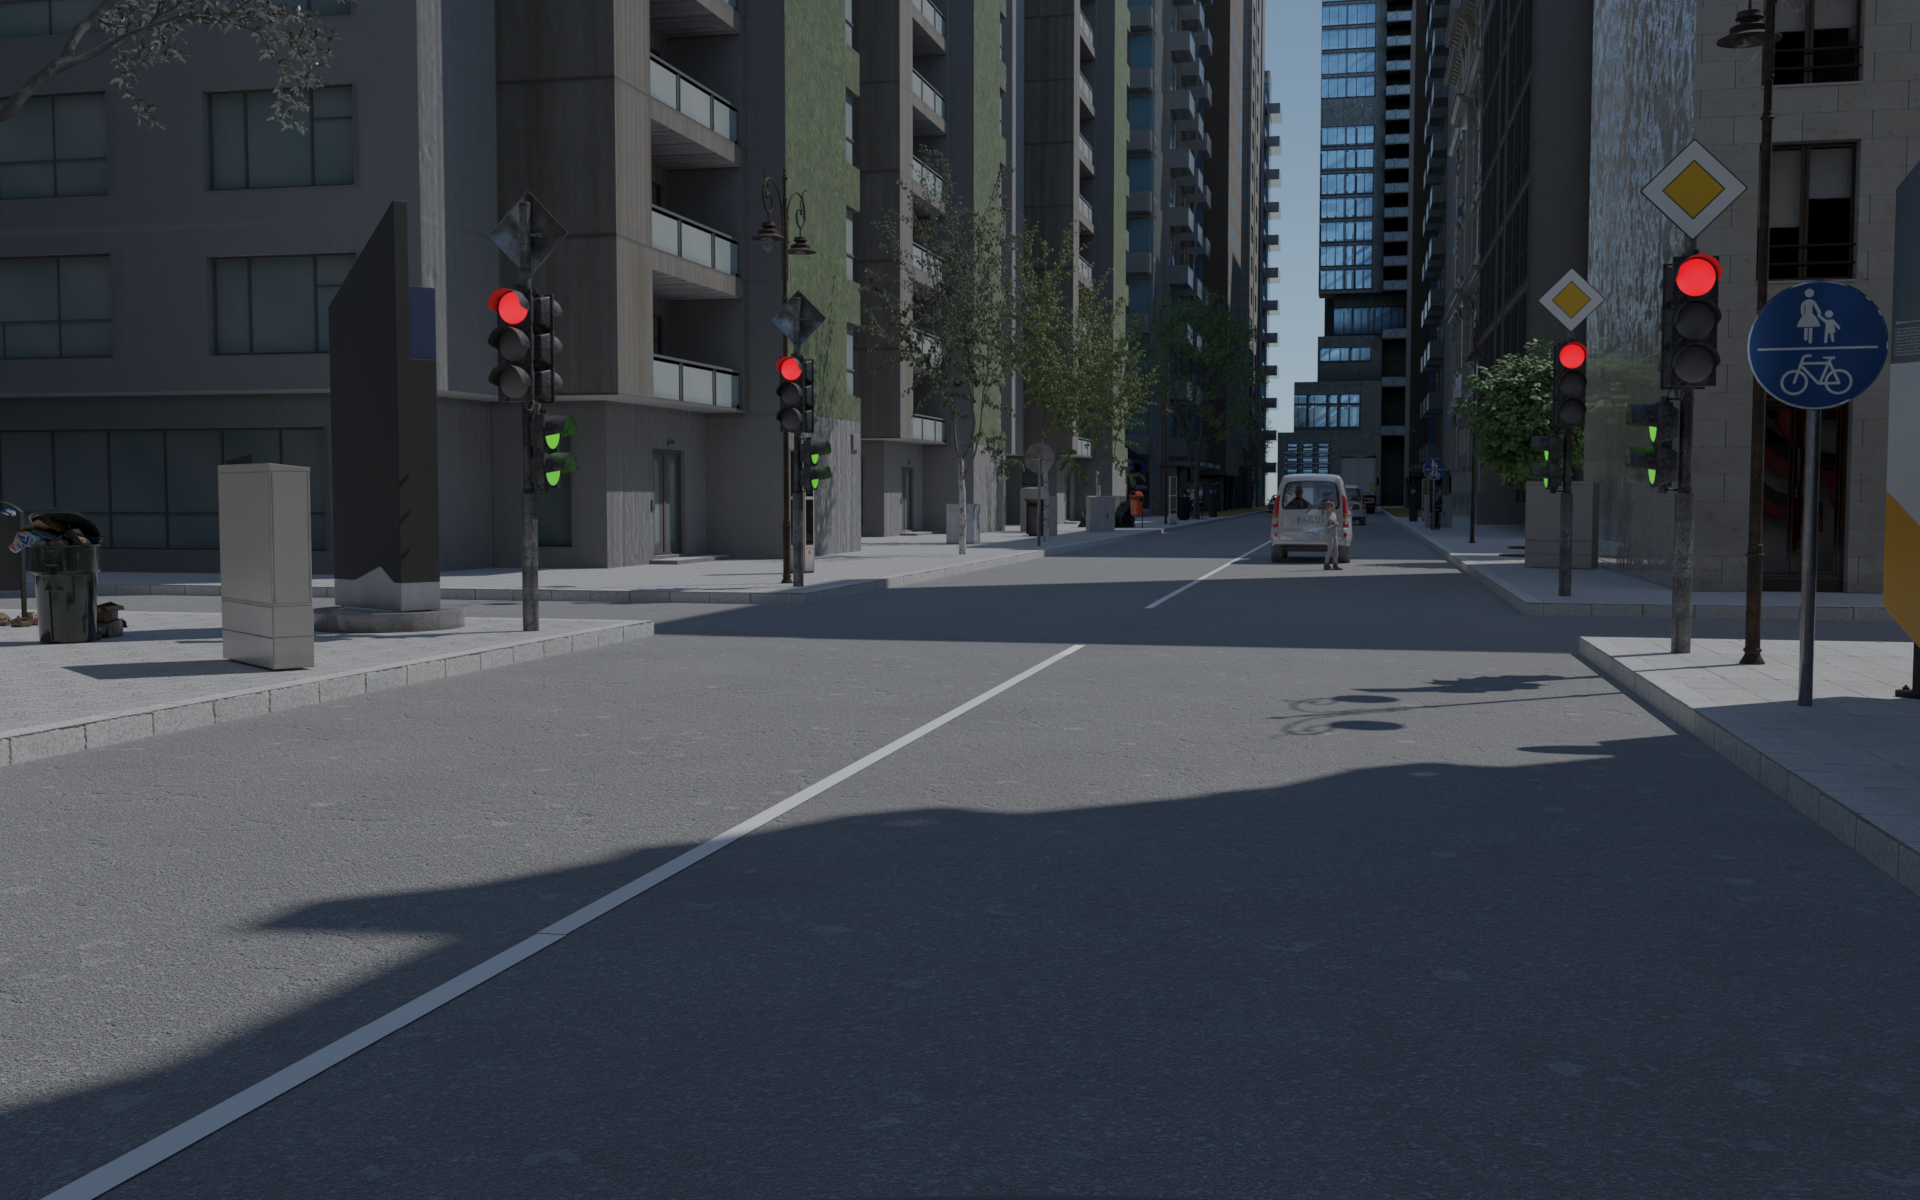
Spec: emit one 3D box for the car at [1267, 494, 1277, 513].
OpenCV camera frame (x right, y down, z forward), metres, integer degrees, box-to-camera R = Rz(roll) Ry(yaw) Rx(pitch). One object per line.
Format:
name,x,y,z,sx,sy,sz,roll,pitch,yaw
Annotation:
car,24.675,-7.423,133.375,2.014,1.417,4.499,1,4,13

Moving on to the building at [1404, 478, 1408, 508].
building,48.238,-29.074,158.956,14.154,41.232,14.086,1,4,13

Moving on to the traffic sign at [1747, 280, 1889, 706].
traffic sign,5.125,-0.631,10.425,0.768,2.556,0.104,1,4,18

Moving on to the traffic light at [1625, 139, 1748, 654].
traffic light,5.807,-1.527,13.887,0.839,4.253,0.868,1,4,13

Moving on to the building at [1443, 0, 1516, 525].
building,30.275,-17.988,81.495,14.401,28.519,23.554,1,4,13

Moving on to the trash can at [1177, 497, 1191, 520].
trash can,10.895,-4.444,84.319,0.748,1.137,0.748,0,3,0

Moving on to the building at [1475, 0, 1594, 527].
building,25.334,-16.144,57.455,14.314,27.812,24.014,1,4,13

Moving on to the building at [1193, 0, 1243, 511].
building,14.582,-29.698,135.679,14.600,45.320,14.200,1,4,13

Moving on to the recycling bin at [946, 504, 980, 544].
recycling bin,0.085,-1.963,44.642,0.722,1.027,0.722,1,4,17

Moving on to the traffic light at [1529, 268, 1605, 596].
traffic light,7.588,-2.003,21.672,0.839,4.253,0.868,1,4,13

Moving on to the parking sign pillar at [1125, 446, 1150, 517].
parking sign pillar,9.885,-6.611,96.570,1.447,3.967,1.447,-1,4,-15

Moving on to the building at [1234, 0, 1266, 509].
building,17.488,-44.234,161.472,20.611,71.187,20.563,1,4,13

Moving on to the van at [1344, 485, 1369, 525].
van,18.033,-4.506,80.687,2.013,2.044,4.112,1,4,12

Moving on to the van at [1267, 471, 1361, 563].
van,7.640,-1.864,37.495,2.013,2.044,4.112,1,4,13

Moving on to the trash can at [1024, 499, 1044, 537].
trash can,2.308,-2.496,52.469,0.748,1.137,0.748,0,3,0

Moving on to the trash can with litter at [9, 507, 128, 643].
trash can with litter,-7.787,-0.233,15.203,0.624,1.170,1.055,0,4,-4

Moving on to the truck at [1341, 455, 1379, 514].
truck,29.825,-8.591,129.374,2.839,4.237,11.283,1,4,14

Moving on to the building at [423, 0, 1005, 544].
building,-6.780,-22.676,54.340,14.154,41.232,14.086,1,4,13

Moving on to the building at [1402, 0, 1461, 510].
building,44.834,-30.276,145.127,14.600,45.320,14.200,1,4,13

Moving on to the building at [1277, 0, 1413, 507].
building,50.689,-53.392,185.623,31.000,86.520,22.319,1,4,13

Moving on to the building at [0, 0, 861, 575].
building,-10.591,-21.346,32.597,14.154,41.232,14.086,1,4,13

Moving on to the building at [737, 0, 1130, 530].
building,-0.464,-23.970,75.512,14.154,41.232,14.086,1,4,13

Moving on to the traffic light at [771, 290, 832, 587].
traffic light,-2.224,-2.139,23.892,0.839,4.253,0.868,1,4,13

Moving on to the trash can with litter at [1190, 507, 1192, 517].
trash can with litter,12.890,-5.235,96.973,0.624,1.170,1.055,-1,4,-17

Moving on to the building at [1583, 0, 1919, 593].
building,18.854,-10.435,25.361,16.860,20.320,10.420,1,4,13

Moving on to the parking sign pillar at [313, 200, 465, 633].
parking sign pillar,-5.515,-1.718,16.557,1.447,3.967,1.447,3,5,43

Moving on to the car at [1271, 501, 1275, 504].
car,20.668,-5.914,109.062,2.083,1.381,4.827,1,4,11

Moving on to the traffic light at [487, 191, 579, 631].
traffic light,-4.005,-1.663,16.108,0.839,4.253,0.868,1,4,13

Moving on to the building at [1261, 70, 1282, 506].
building,20.351,-35.119,193.800,30.456,49.044,23.786,1,4,13

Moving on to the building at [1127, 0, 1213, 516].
building,4.744,-30.259,114.337,23.786,49.044,30.456,1,4,13

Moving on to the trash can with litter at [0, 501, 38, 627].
trash can with litter,-9.772,-0.369,17.095,2.233,1.210,1.678,0,4,7

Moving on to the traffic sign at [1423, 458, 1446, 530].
traffic sign,16.754,-3.737,61.200,0.768,2.556,0.104,1,4,19

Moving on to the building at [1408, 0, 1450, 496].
building,44.510,-30.741,122.227,23.786,49.044,30.456,1,4,13
